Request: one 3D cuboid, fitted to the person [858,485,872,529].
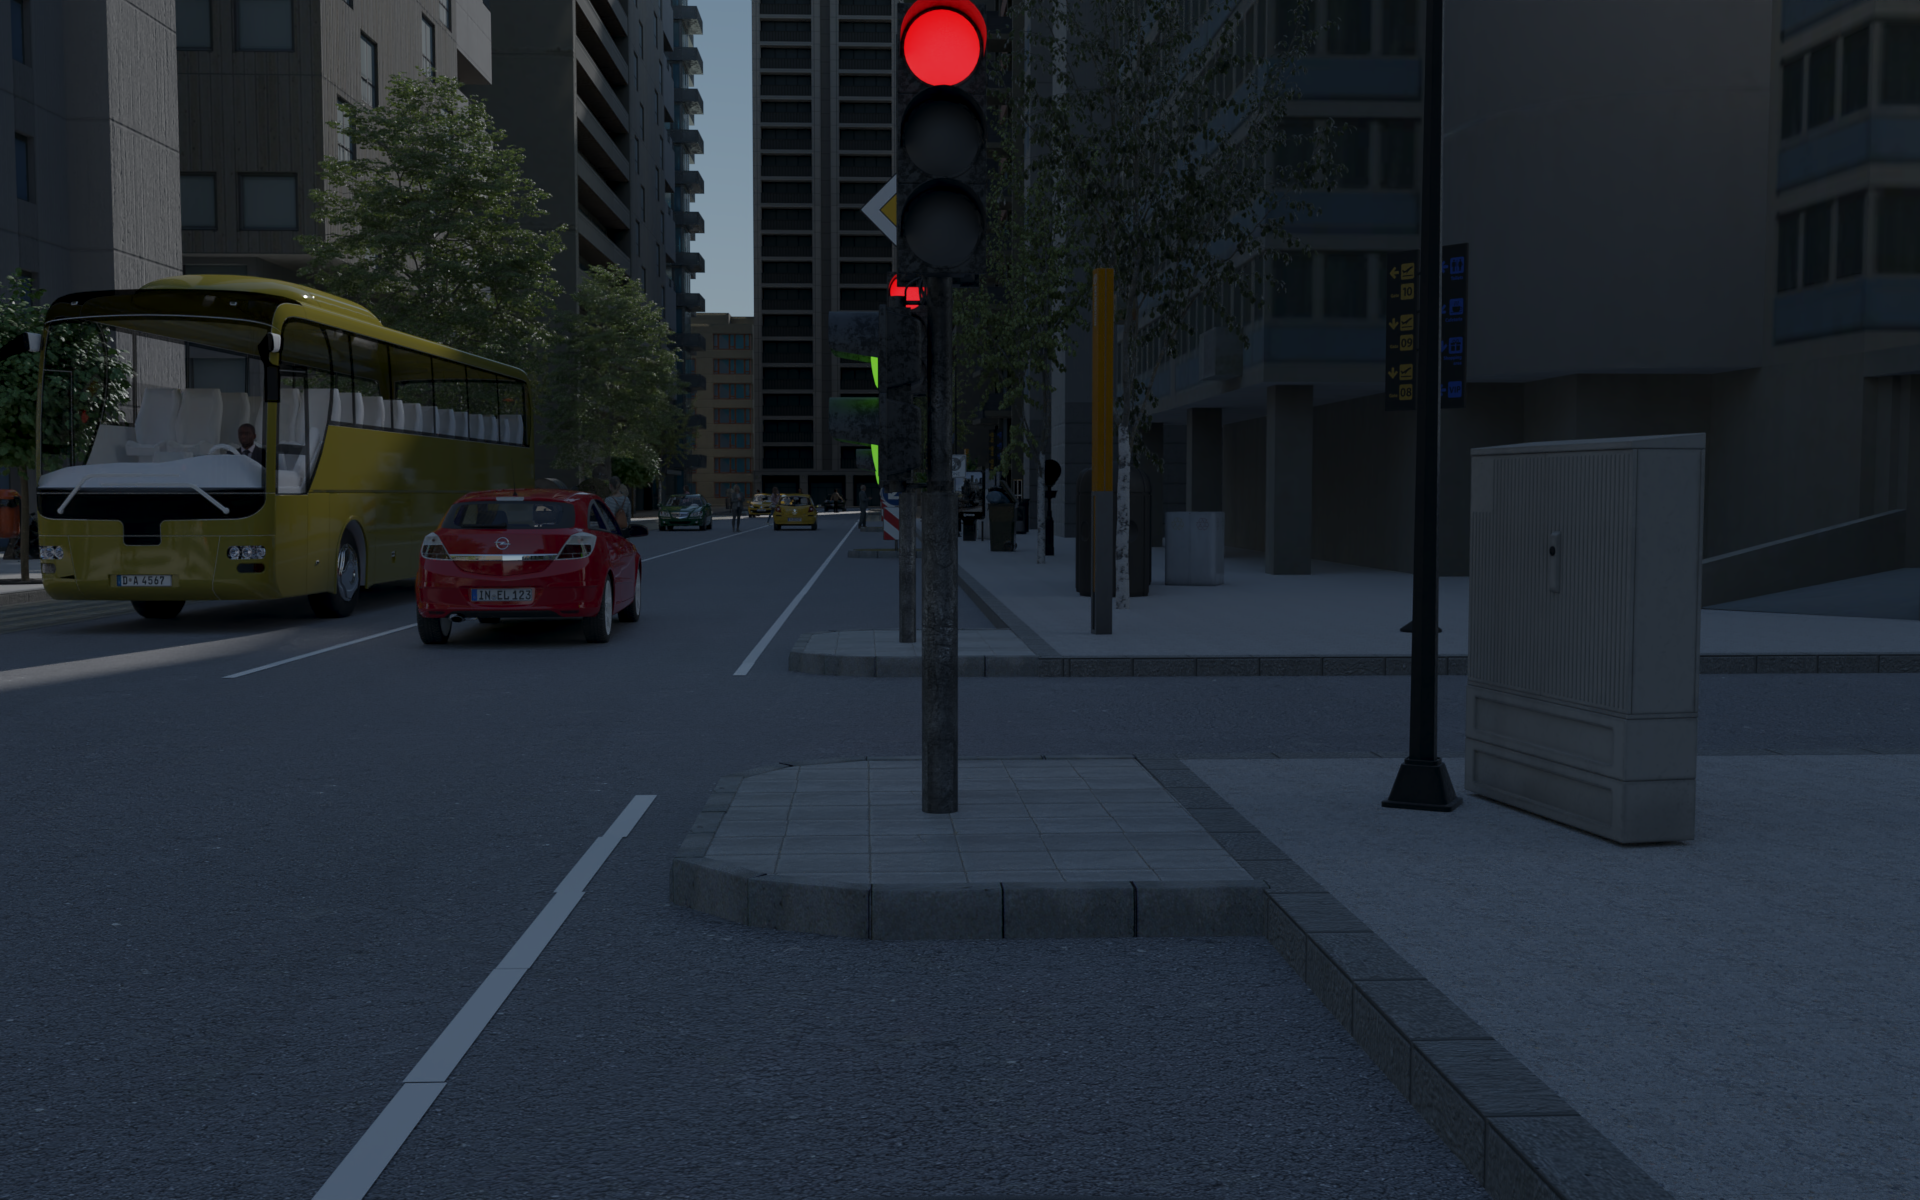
[{"bbox_3d":[-3.939,-3.865,71.873,0.590,1.801,0.661,-1,4,-10],"label":"person"}]

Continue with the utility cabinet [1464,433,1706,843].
[{"bbox_3d":[2.407,0.114,6.811,0.318,1.500,1.173,-1,4,-12],"label":"utility cabinet"}]

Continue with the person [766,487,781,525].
[{"bbox_3d":[-8.517,-4.280,79.068,0.643,1.750,0.593,1,4,21],"label":"person"}]

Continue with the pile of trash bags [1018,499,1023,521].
[{"bbox_3d":[3.228,-4.469,82.826,1.912,1.369,3.447,-2,4,-28],"label":"pile of trash bags"}]

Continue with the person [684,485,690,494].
[{"bbox_3d":[-12.248,-4.205,77.256,0.388,1.821,0.555,-3,4,-36],"label":"person"}]

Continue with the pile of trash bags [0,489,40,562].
[{"bbox_3d":[-17.952,-1.491,34.135,1.912,1.369,3.447,0,4,1],"label":"pile of trash bags"}]

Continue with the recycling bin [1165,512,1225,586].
[{"bbox_3d":[3.323,-0.731,24.504,0.722,1.027,0.722,1,4,19],"label":"recycling bin"}]

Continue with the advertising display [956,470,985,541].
[{"bbox_3d":[0.258,-2.573,47.285,0.974,1.923,0.123,2,4,34],"label":"advertising display"}]

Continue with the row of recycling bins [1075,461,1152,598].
[{"bbox_3d":[2.062,-0.980,23.130,1.069,1.692,3.534,0,4,7],"label":"row of recycling bins"}]

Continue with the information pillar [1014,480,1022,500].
[{"bbox_3d":[2.957,-5.149,88.678,0.304,2.012,0.304,-3,5,-41],"label":"information pillar"}]

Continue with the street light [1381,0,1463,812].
[{"bbox_3d":[1.369,-2.105,6.957,1.470,5.913,1.316,0,4,-3],"label":"street light"}]

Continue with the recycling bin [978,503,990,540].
[{"bbox_3d":[0.994,-2.233,49.070,0.722,1.027,0.722,-3,4,-37],"label":"recycling bin"}]

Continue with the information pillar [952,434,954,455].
[{"bbox_3d":[-0.258,-4.615,66.812,0.183,3.616,0.504,1,4,8],"label":"information pillar"}]

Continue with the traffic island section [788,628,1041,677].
[{"bbox_3d":[-0.431,0.446,14.994,2.009,0.180,2.903,0,4,-3],"label":"traffic island section"}]

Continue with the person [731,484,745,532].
[{"bbox_3d":[-8.395,-3.484,65.643,0.537,1.800,0.526,-1,4,-18],"label":"person"}]

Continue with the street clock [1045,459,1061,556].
[{"bbox_3d":[1.863,-1.927,36.079,0.471,2.002,0.358,0,4,-4],"label":"street clock"}]

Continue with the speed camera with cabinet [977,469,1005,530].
[{"bbox_3d":[1.071,-4.166,62.447,0.660,3.252,2.038,1,4,18],"label":"speed camera with cabinet"}]

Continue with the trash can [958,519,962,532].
[{"bbox_3d":[-0.255,-2.719,56.115,0.748,1.137,0.748,0,3,0],"label":"trash can"}]

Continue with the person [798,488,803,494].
[{"bbox_3d":[-10.297,-6.301,111.527,1.348,1.822,0.705,2,4,24],"label":"person"}]

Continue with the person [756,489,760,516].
[{"bbox_3d":[-13.023,-6.223,111.042,0.721,1.735,1.217,2,4,29],"label":"person"}]

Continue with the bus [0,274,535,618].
[{"bbox_3d":[-8.347,-1.939,23.256,2.896,3.916,12.252,0,4,-1],"label":"bus"}]

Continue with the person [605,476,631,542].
[{"bbox_3d":[-5.178,-1.013,26.064,0.512,1.701,0.522,-3,5,-40],"label":"person"}]

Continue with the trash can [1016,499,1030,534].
[{"bbox_3d":[1.904,-2.671,55.332,0.748,1.137,0.748,0,3,0],"label":"trash can"}]

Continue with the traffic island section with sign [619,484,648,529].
[{"bbox_3d":[-13.059,-3.542,66.540,1.989,1.847,2.006,0,4,-3],"label":"traffic island section with sign"}]

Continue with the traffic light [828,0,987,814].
[{"bbox_3d":[-0.100,-1.100,6.901,0.839,4.253,0.868,0,4,-3],"label":"traffic light"}]

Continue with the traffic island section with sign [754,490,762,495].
[{"bbox_3d":[-16.620,-8.225,143.100,1.989,1.847,2.006,0,4,-3],"label":"traffic island section with sign"}]

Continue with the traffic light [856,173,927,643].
[{"bbox_3d":[-0.472,-1.588,14.878,0.839,4.253,0.868,0,4,-3],"label":"traffic light"}]

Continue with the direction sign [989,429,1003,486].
[{"bbox_3d":[1.244,-4.189,60.487,0.379,3.537,0.876,-2,4,-30],"label":"direction sign"}]

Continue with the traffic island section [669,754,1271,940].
[{"bbox_3d":[-0.059,0.934,7.017,2.009,0.180,2.903,0,4,-3],"label":"traffic island section"}]

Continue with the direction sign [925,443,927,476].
[{"bbox_3d":[-1.244,-5.151,76.218,0.379,3.537,0.876,-3,4,-38],"label":"direction sign"}]

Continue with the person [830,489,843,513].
[{"bbox_3d":[-9.417,-7.532,131.662,1.348,1.823,0.705,3,5,41],"label":"person"}]

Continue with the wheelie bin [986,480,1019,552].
[{"bbox_3d":[0.947,-1.889,38.788,0.693,1.594,0.980,0,4,8],"label":"wheelie bin"}]

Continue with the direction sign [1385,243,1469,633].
[{"bbox_3d":[4.296,-1.470,16.033,0.379,3.537,0.876,-3,4,-39],"label":"direction sign"}]

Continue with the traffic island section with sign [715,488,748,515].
[{"bbox_3d":[-15.373,-6.578,116.174,1.989,1.847,2.006,0,4,-3],"label":"traffic island section with sign"}]

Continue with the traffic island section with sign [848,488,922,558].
[{"bbox_3d":[-1.566,-1.892,39.566,1.989,1.847,2.006,0,4,-3],"label":"traffic island section with sign"}]

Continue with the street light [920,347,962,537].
[{"bbox_3d":[-0.669,-4.835,51.593,1.470,5.913,1.316,0,4,-3],"label":"street light"}]
